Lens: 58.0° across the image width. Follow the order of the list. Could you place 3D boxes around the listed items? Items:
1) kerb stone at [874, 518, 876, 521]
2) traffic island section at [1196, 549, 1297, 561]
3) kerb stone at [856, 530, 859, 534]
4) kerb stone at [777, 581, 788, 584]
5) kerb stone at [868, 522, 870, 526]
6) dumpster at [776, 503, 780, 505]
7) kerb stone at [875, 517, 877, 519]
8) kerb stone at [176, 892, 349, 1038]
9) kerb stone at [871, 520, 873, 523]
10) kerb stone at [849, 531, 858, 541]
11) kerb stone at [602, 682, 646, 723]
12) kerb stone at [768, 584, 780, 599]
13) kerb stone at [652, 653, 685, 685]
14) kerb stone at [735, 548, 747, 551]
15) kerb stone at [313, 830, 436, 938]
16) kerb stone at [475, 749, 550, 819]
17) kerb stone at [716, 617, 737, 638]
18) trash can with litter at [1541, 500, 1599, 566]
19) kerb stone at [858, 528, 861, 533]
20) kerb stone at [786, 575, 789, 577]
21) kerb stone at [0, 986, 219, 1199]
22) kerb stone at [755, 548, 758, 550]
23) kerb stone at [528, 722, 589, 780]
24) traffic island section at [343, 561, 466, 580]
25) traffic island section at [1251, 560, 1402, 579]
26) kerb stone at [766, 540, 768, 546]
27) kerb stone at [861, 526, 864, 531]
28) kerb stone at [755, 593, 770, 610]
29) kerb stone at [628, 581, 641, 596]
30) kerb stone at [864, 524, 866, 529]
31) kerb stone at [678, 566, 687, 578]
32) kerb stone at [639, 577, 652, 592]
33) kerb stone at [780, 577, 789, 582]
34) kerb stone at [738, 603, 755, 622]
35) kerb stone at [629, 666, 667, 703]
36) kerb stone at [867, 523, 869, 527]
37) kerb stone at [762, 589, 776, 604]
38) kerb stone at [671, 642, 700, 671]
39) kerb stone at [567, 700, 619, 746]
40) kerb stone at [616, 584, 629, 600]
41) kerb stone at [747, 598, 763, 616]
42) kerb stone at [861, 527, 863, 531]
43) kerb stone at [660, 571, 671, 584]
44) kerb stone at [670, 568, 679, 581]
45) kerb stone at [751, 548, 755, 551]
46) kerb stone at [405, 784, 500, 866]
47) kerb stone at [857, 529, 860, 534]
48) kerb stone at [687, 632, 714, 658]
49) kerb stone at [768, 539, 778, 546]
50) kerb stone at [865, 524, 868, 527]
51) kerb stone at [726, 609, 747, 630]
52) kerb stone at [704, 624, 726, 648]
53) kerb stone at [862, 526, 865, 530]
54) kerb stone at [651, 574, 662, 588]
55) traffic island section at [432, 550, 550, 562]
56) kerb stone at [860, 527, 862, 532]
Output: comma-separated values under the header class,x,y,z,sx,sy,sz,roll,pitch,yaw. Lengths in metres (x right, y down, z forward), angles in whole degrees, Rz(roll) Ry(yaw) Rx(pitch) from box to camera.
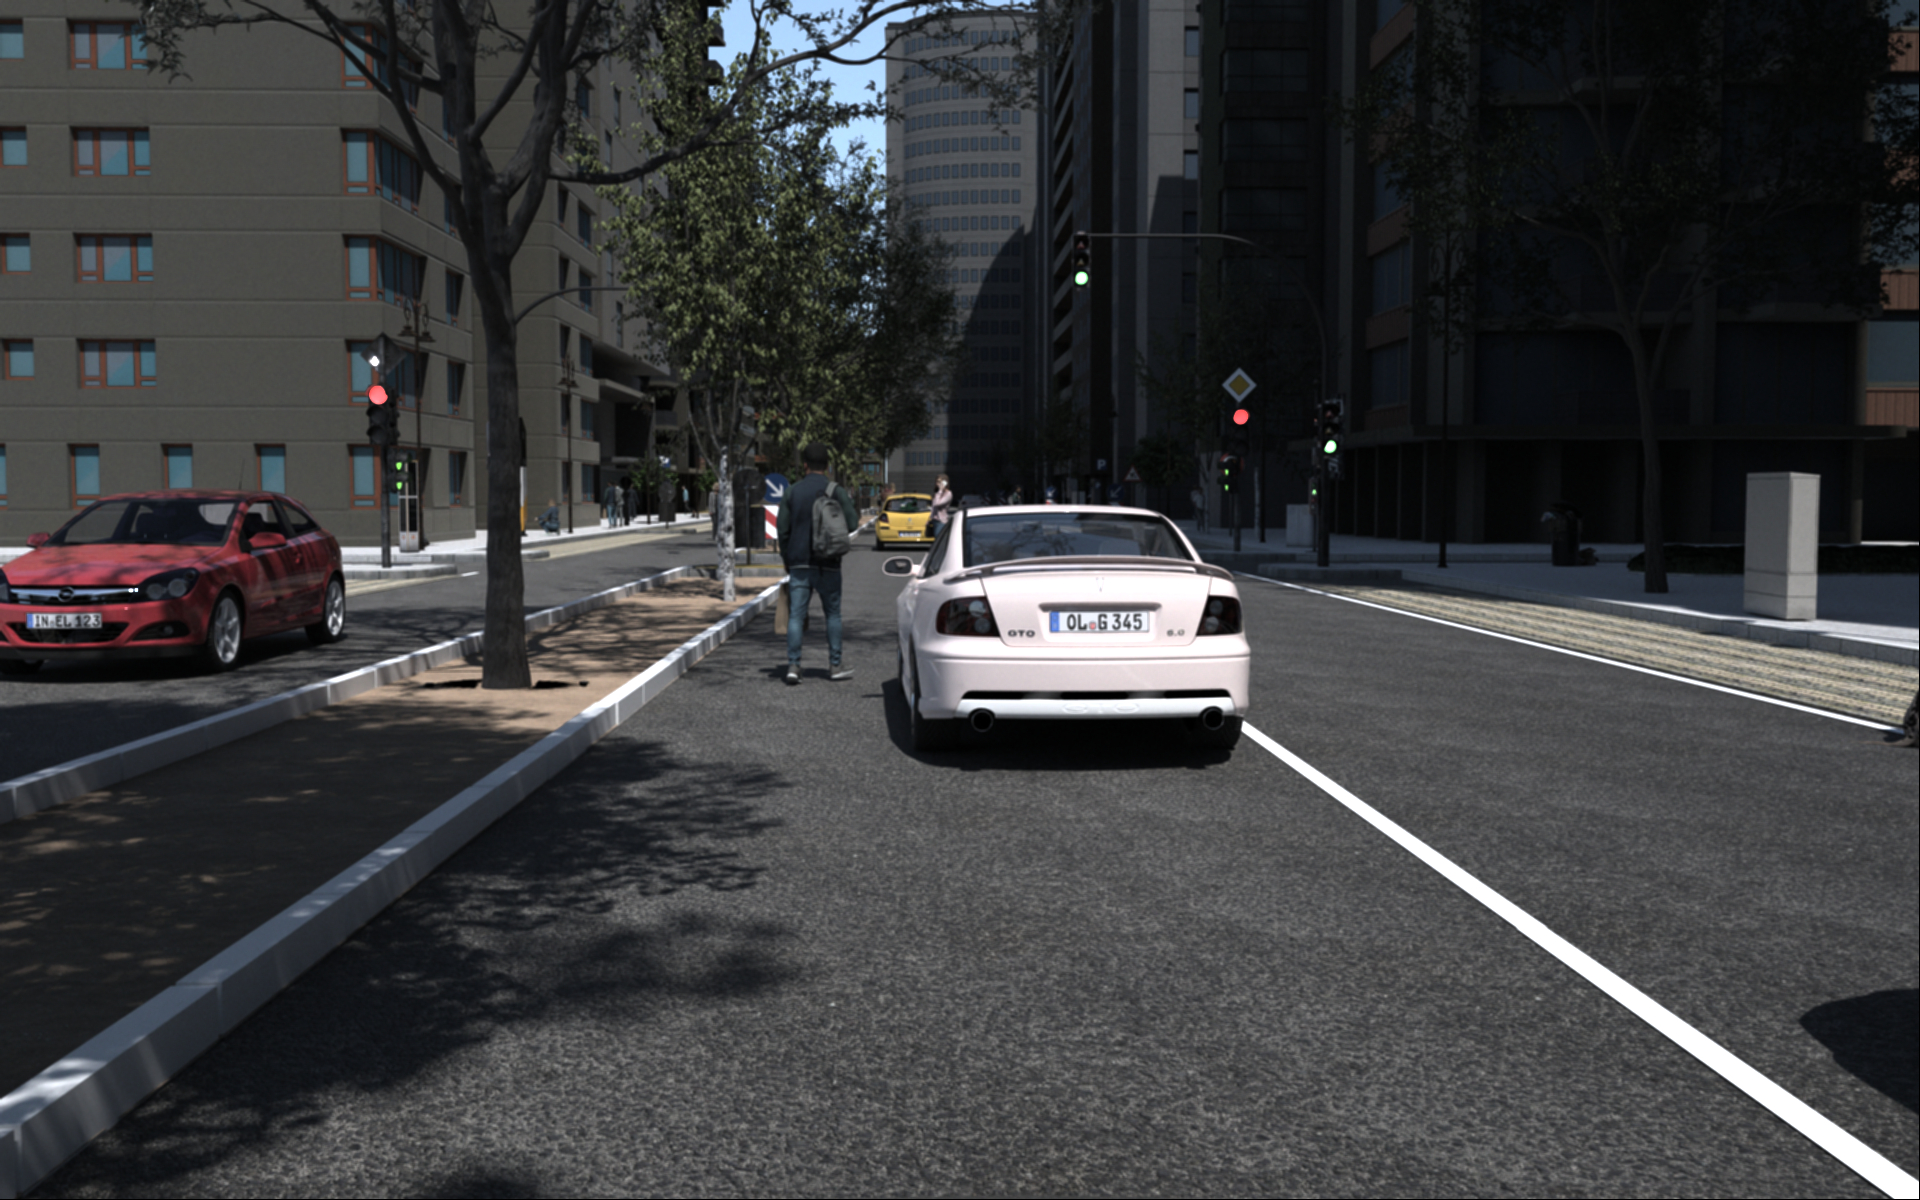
class,x,y,z,sx,sy,sz,roll,pitch,yaw
kerb stone,-4.309,-3.809,84.465,0.120,0.150,1.000,0,4,-2
traffic island section,6.201,-0.998,38.602,2.009,0.180,2.903,0,4,-2
kerb stone,-3.539,-2.172,57.821,0.120,0.150,1.000,0,4,-2
kerb stone,-2.573,-0.135,24.523,0.120,0.150,1.000,0,4,-2
kerb stone,-3.982,-3.119,73.183,0.120,0.150,1.000,0,4,-2
dumpster,-12.745,-7.290,127.404,1.865,1.857,1.264,0,4,-2
kerb stone,-4.405,-3.997,87.539,0.120,0.150,1.000,0,4,-2
kerb stone,-2.014,1.049,5.052,0.120,0.150,1.000,0,4,-2
kerb stone,-4.132,-3.430,78.302,0.120,0.150,1.000,0,4,-2
kerb stone,-3.513,-2.115,56.796,0.120,0.150,1.000,0,4,-2
kerb stone,-2.185,0.673,11.195,0.120,0.150,1.000,0,4,-2
kerb stone,-2.546,-0.080,23.501,0.120,0.150,1.000,0,4,-2
kerb stone,-2.250,0.547,13.253,0.120,0.150,1.000,0,4,-2
kerb stone,-5.140,-1.111,40.354,0.120,0.150,1.000,0,4,-2
kerb stone,-2.046,0.988,6.075,0.120,0.150,1.000,0,4,-2
kerb stone,-2.102,0.861,8.122,0.120,0.150,1.000,0,4,-2
kerb stone,-2.369,0.302,17.348,0.120,0.150,1.000,0,4,-2
trash can with litter,10.946,-1.201,31.018,1.055,1.170,0.624,-3,4,-37
kerb stone,-3.599,-2.304,59.864,0.120,0.150,1.000,0,4,-2
kerb stone,-2.639,-0.266,26.566,0.120,0.150,1.000,0,4,-2
kerb stone,-1.983,1.112,4.023,0.120,0.150,1.000,0,4,-2
kerb stone,-5.229,-1.297,43.436,0.120,0.150,1.000,0,4,-2
kerb stone,-2.128,0.798,9.144,0.120,0.150,1.000,0,4,-2
traffic island section,-10.003,-0.481,30.152,2.009,0.180,2.903,0,4,-2
traffic island section,6.432,-0.510,30.621,2.009,0.180,2.903,0,4,-2
kerb stone,-5.317,-1.483,46.524,0.120,0.150,1.000,0,4,-2
kerb stone,-3.715,-2.554,63.965,0.120,0.150,1.000,0,4,-2
kerb stone,-2.483,0.049,21.459,0.120,0.150,1.000,0,4,-2
kerb stone,-4.676,-0.138,24.474,0.120,0.150,1.000,0,4,-2
kerb stone,-3.796,-2.743,67.036,0.120,0.150,1.000,0,4,-2
kerb stone,-4.829,-0.452,29.586,0.120,0.150,1.000,0,4,-2
kerb stone,-4.701,-0.202,25.496,0.120,0.150,1.000,0,4,-2
kerb stone,-2.606,-0.205,25.545,0.120,0.150,1.000,0,4,-2
kerb stone,-2.432,0.171,19.407,0.120,0.150,1.000,0,4,-2
kerb stone,-2.217,0.609,12.232,0.120,0.150,1.000,0,4,-2
kerb stone,-3.917,-2.988,71.132,0.120,0.150,1.000,0,4,-2
kerb stone,-2.520,-0.014,22.480,0.120,0.150,1.000,0,4,-2
kerb stone,-2.288,0.484,14.279,0.120,0.150,1.000,0,4,-2
kerb stone,-2.166,0.735,10.173,0.120,0.150,1.000,0,4,-2
kerb stone,-4.652,-0.077,23.450,0.120,0.150,1.000,0,4,-2
kerb stone,-2.459,0.112,20.437,0.120,0.150,1.000,0,4,-2
kerb stone,-3.688,-2.492,62.943,0.120,0.150,1.000,0,4,-2
kerb stone,-4.766,-0.327,27.538,0.120,0.150,1.000,0,4,-2
kerb stone,-4.797,-0.389,28.560,0.120,0.150,1.000,0,4,-2
kerb stone,-5.193,-1.235,42.414,0.120,0.150,1.000,0,4,-2
kerb stone,-2.078,0.925,7.101,0.120,0.150,1.000,0,4,-2
kerb stone,-3.565,-2.239,58.843,0.120,0.150,1.000,0,4,-2
kerb stone,-2.318,0.421,15.305,0.120,0.150,1.000,0,4,-2
kerb stone,-5.398,-1.677,49.607,0.120,0.150,1.000,0,4,-2
kerb stone,-3.862,-2.868,69.079,0.120,0.150,1.000,0,4,-2
kerb stone,-2.394,0.234,18.379,0.120,0.150,1.000,0,4,-2
kerb stone,-2.343,0.363,16.327,0.120,0.150,1.000,0,4,-2
kerb stone,-3.742,-2.615,64.987,0.120,0.150,1.000,0,4,-2
kerb stone,-4.732,-0.264,26.517,0.120,0.150,1.000,0,4,-2
traffic island section,-10.234,-0.970,38.134,2.009,0.180,2.903,0,4,-2
kerb stone,-3.658,-2.425,61.920,0.120,0.150,1.000,0,4,-2
